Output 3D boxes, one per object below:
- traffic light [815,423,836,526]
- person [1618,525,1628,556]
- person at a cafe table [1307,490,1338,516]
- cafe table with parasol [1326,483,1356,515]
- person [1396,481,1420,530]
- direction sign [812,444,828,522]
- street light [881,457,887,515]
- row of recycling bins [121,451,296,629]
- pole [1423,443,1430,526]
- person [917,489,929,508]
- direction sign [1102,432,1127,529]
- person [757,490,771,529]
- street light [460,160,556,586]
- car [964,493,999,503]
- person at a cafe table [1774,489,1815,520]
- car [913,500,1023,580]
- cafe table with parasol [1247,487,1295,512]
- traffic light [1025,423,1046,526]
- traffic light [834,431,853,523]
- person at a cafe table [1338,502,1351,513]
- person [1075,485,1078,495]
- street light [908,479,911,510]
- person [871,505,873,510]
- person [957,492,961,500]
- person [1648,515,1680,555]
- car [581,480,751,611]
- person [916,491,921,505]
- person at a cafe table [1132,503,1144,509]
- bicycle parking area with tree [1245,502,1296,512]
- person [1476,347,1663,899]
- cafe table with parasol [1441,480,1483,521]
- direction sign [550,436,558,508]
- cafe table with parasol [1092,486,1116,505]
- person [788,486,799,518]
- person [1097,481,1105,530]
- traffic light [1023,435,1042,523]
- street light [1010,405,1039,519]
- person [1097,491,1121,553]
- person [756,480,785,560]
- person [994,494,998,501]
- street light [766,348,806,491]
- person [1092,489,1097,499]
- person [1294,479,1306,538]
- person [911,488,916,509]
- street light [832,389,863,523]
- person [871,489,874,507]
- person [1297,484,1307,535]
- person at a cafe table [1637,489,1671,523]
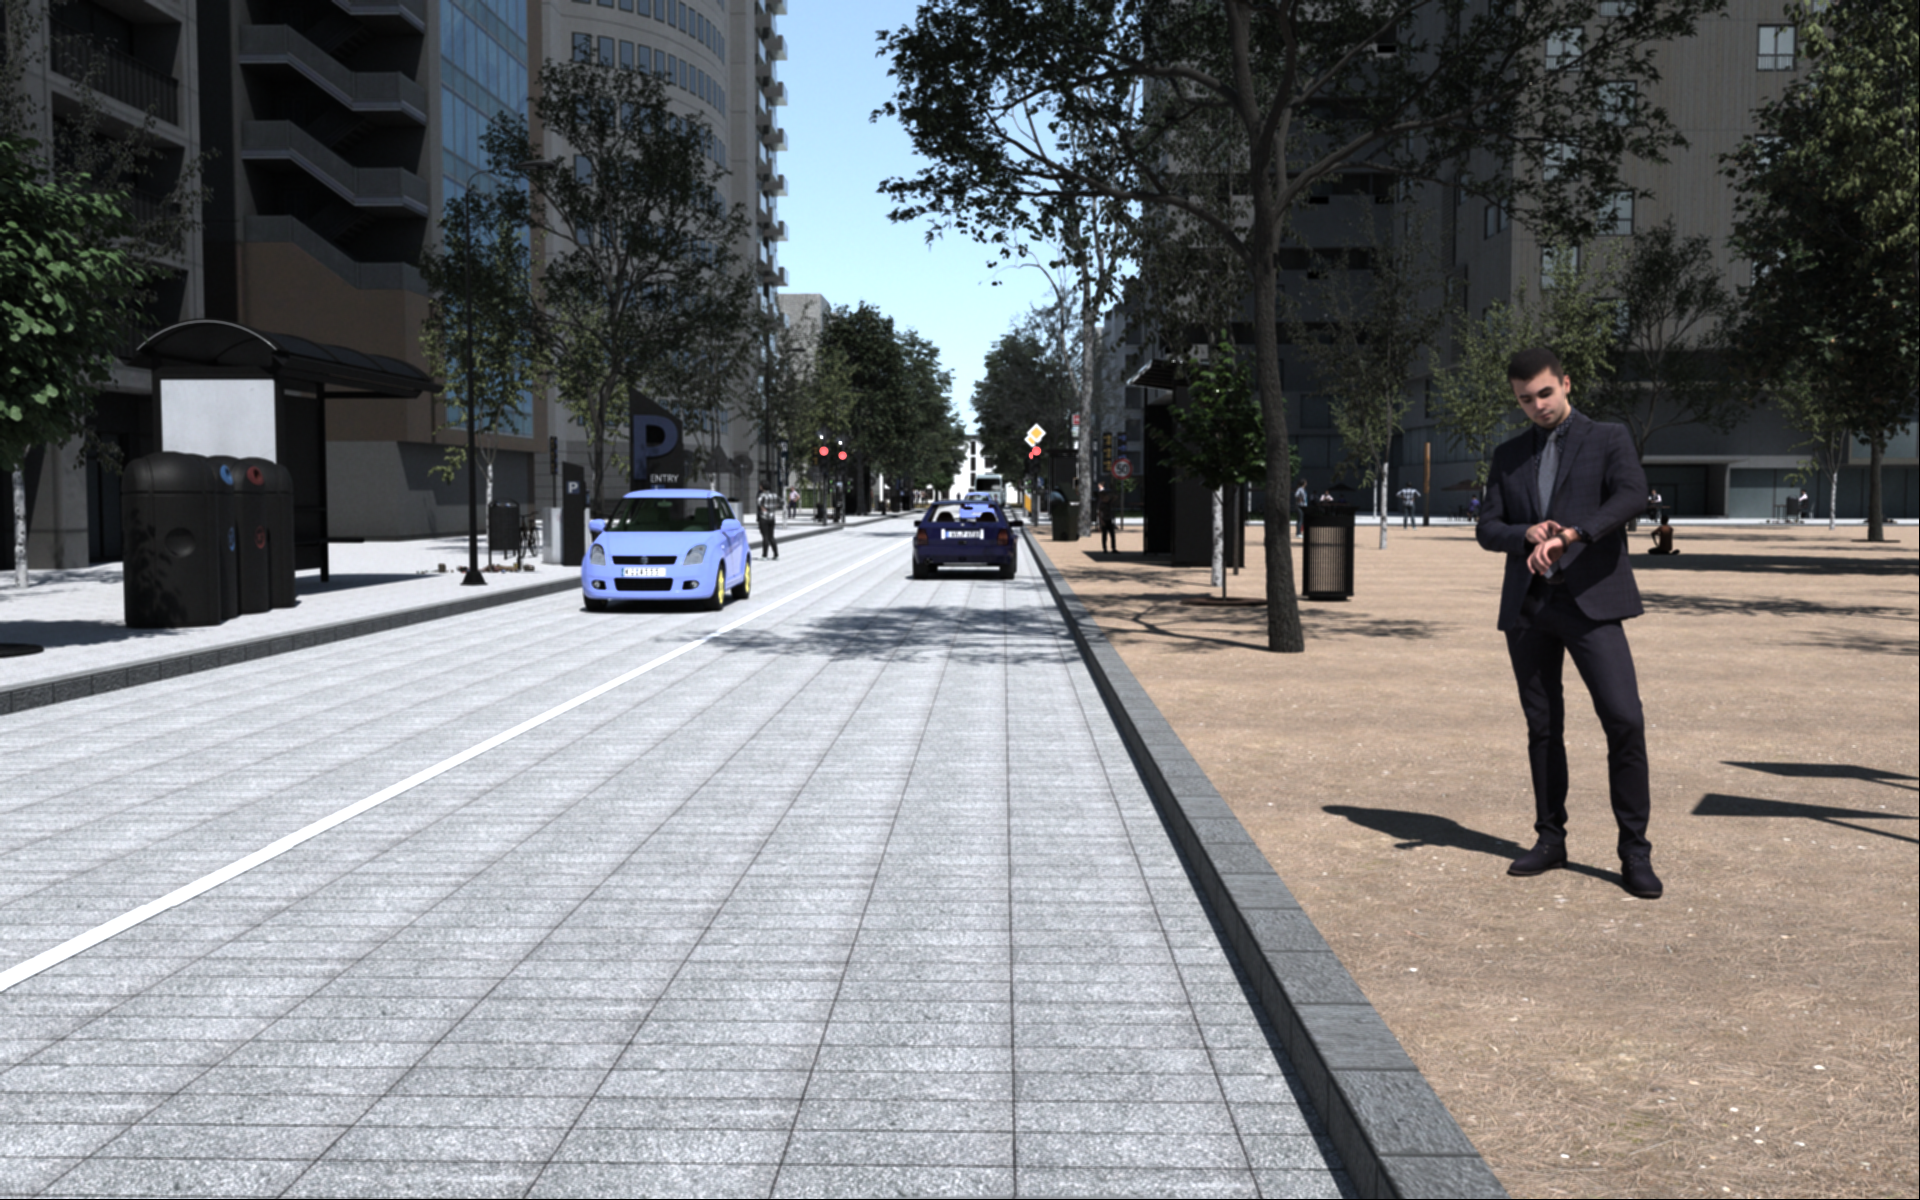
[{"bbox_3d":[-5.354,-4.885,68.786,0.839,4.253,0.868,0,4,1],"label":"traffic light"},{"bbox_3d":[13.346,-1.734,35.193,0.445,1.727,0.742,-1,4,-12],"label":"person"},{"bbox_3d":[24.044,-6.576,116.038,1.622,1.524,1.698,3,4,37],"label":"person at a cafe table"},{"bbox_3d":[23.901,-6.357,108.804,2.610,1.966,2.610,-1,4,-23],"label":"cafe table with parasol"},{"bbox_3d":[16.165,-3.401,62.377,0.841,1.734,0.376,2,4,27],"label":"person"},{"bbox_3d":[-6.347,-5.293,78.542,0.876,3.537,0.379,2,4,29],"label":"direction sign"},{"bbox_3d":[-4.195,-8.253,107.479,1.470,5.913,1.316,0,4,1],"label":"street light"},{"bbox_3d":[-7.854,-0.676,18.158,1.069,1.692,3.534,0,4,-6],"label":"row of recycling bins"},{"bbox_3d":[18.479,-4.571,68.580,0.158,3.312,0.155,0,3,0],"label":"pole"},{"bbox_3d":[-3.451,-9.486,161.847,1.217,1.736,0.721,1,4,10],"label":"person"},{"bbox_3d":[5.655,-4.368,63.421,0.876,3.537,0.379,1,4,9],"label":"direction sign"},{"bbox_3d":[-7.175,-3.475,63.569,0.576,1.737,0.504,-2,4,-24],"label":"person"},{"bbox_3d":[-6.325,-3.163,24.262,1.470,5.913,1.316,0,4,1],"label":"street light"},{"bbox_3d":[0.885,-4.541,83.841,1.945,1.707,3.694,0,4,3],"label":"car"},{"bbox_3d":[41.012,-4.674,84.936,1.622,1.524,1.698,3,5,40],"label":"person at a cafe table"},{"bbox_3d":[0.130,-1.091,30.421,1.945,1.354,3.894,0,4,3],"label":"car"},{"bbox_3d":[17.315,-5.599,96.405,2.610,1.966,2.610,2,4,27],"label":"cafe table with parasol"},{"bbox_3d":[3.005,-4.873,68.596,0.839,4.253,0.868,0,4,1],"label":"traffic light"},{"bbox_3d":[-5.156,-5.373,76.768,0.839,4.253,0.868,0,4,1],"label":"traffic light"},{"bbox_3d":[25.743,-6.820,120.025,1.622,1.524,1.698,-2,4,-30],"label":"person at a cafe table"},{"bbox_3d":[4.393,-3.415,63.576,0.593,1.614,0.444,1,4,23],"label":"person"},{"bbox_3d":[-3.533,-10.143,138.376,1.470,5.913,1.316,0,4,1],"label":"street light"},{"bbox_3d":[-7.006,-7.286,135.644,0.357,0.543,0.381,0,4,-6],"label":"person"},{"bbox_3d":[-0.148,-12.654,216.309,0.541,1.710,0.530,3,5,41],"label":"person"},{"bbox_3d":[14.892,-1.378,36.860,0.859,0.850,0.655,-1,4,-19],"label":"person"},{"bbox_3d":[-3.741,-0.782,22.385,1.945,1.707,3.694,0,4,1],"label":"car"},{"bbox_3d":[-4.725,-11.848,199.626,0.599,1.838,0.709,1,4,21],"label":"person"},{"bbox_3d":[11.044,-5.573,101.974,1.726,1.238,1.698,-2,4,-33],"label":"person at a cafe table"},{"bbox_3d":[16.807,-7.420,108.317,8.231,4.147,9.016,1,4,9],"label":"bicycle parking area with tree"},{"bbox_3d":[1.989,0.049,5.697,0.683,1.767,0.568,3,4,37],"label":"person"},{"bbox_3d":[23.948,-4.701,81.725,2.610,1.966,2.610,-3,4,-38],"label":"cafe table with parasol"},{"bbox_3d":[-15.980,-4.662,68.215,0.379,3.537,0.876,0,4,2],"label":"direction sign"},{"bbox_3d":[11.893,-8.472,143.390,2.610,1.966,2.610,-1,4,-22],"label":"cafe table with parasol"},{"bbox_3d":[-8.831,-5.152,91.222,0.436,1.711,0.756,-3,5,-42],"label":"person"},{"bbox_3d":[4.841,-3.270,60.310,0.445,1.727,0.742,-1,4,-16],"label":"person"},{"bbox_3d":[3.203,-5.361,76.578,0.839,4.253,0.868,0,4,1],"label":"traffic light"},{"bbox_3d":[3.426,-7.231,90.768,1.470,5.913,1.316,0,4,1],"label":"street light"},{"bbox_3d":[3.226,-1.681,37.429,0.435,1.345,0.340,-2,4,-34],"label":"person"},{"bbox_3d":[-4.153,-1.724,37.413,0.376,1.734,0.841,3,5,42],"label":"person"},{"bbox_3d":[2.378,-6.867,124.011,0.776,1.435,0.726,0,4,7],"label":"person"},{"bbox_3d":[-5.594,-5.053,55.162,1.470,5.913,1.316,0,4,1],"label":"street light"},{"bbox_3d":[12.833,-9.912,168.195,1.348,1.812,0.705,2,4,24],"label":"person"},{"bbox_3d":[9.960,-2.688,50.709,0.376,1.734,0.841,1,4,13],"label":"person"},{"bbox_3d":[-3.831,-8.414,144.055,0.568,1.767,0.683,-1,4,-20],"label":"person"},{"bbox_3d":[-4.983,-6.391,77.026,1.470,5.913,1.316,0,4,1],"label":"street light"},{"bbox_3d":[-8.759,-10.153,171.978,0.705,1.831,1.348,-1,4,-9],"label":"person"},{"bbox_3d":[10.676,-2.826,53.960,0.444,1.614,0.593,2,4,29],"label":"person"},{"bbox_3d":[30.951,-4.229,77.660,1.698,1.524,1.622,3,5,43],"label":"person at a cafe table"}]
